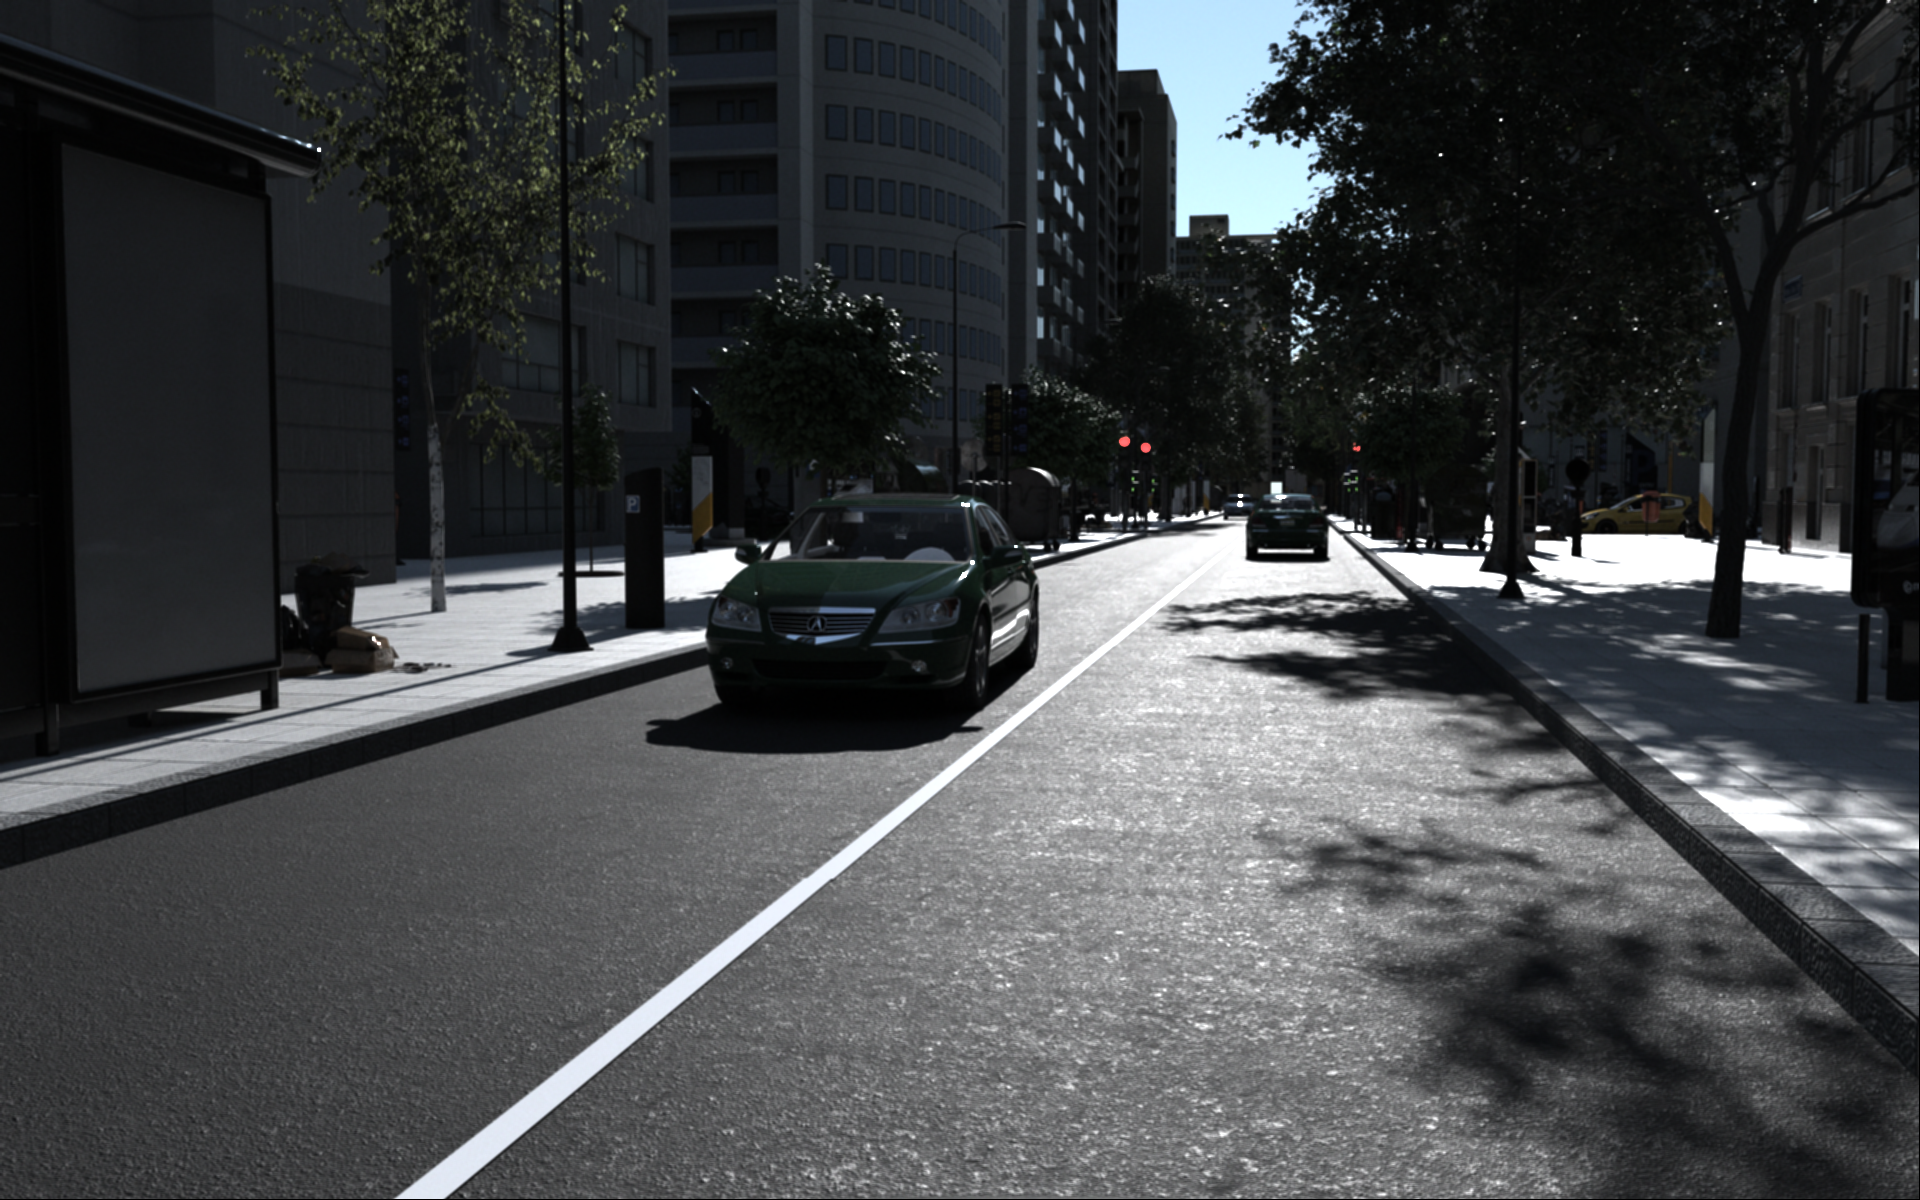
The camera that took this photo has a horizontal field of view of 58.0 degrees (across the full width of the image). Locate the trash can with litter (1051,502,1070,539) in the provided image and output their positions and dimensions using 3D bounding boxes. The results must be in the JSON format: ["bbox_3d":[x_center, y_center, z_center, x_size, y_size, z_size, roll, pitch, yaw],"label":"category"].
[{"bbox_3d":[2.705,-2.327,49.440,0.624,1.170,1.055,2,4,31],"label":"trash can with litter"}]

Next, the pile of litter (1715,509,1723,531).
[{"bbox_3d":[28.674,-3.068,64.123,1.176,0.858,1.719,1,4,11],"label":"pile of litter"}]

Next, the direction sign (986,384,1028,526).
[{"bbox_3d":[0.964,-2.673,35.696,0.876,3.537,0.379,1,4,9],"label":"direction sign"}]

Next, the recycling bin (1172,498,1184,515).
[{"bbox_3d":[13.611,-5.825,107.791,0.722,1.027,0.722,-2,4,-29],"label":"recycling bin"}]

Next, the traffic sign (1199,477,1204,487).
[{"bbox_3d":[17.833,-7.727,126.438,0.768,2.556,0.104,1,4,17],"label":"traffic sign"}]

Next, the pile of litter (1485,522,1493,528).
[{"bbox_3d":[20.438,-3.112,64.845,1.719,0.858,1.176,2,4,29],"label":"pile of litter"}]

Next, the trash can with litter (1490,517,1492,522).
[{"bbox_3d":[25.194,-4.234,80.284,1.678,1.210,2.233,-1,4,-9],"label":"trash can with litter"}]

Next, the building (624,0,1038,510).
[{"bbox_3d":[-8.523,-33.348,87.234,21.231,58.520,28.212,1,4,11],"label":"building"}]

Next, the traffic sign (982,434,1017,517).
[{"bbox_3d":[0.823,-2.214,36.298,0.768,2.556,0.104,1,4,17],"label":"traffic sign"}]

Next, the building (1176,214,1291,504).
[{"bbox_3d":[34.819,-33.762,243.895,23.993,40.220,32.217,1,4,11],"label":"building"}]

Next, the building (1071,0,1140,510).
[{"bbox_3d":[5.134,-43.519,149.782,20.563,71.187,20.611,1,4,11],"label":"building"}]

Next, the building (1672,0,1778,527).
[{"bbox_3d":[42.900,-27.525,73.730,21.600,48.544,21.300,1,4,11],"label":"building"}]

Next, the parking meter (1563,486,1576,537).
[{"bbox_3d":[18.373,-2.676,52.161,0.372,1.533,0.369,0,3,0],"label":"parking meter"}]

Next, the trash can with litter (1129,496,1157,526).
[{"bbox_3d":[7.198,-3.637,70.523,1.678,1.210,2.233,1,4,17],"label":"trash can with litter"}]

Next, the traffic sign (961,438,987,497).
[{"bbox_3d":[0.323,-2.416,39.615,0.768,2.556,0.104,1,4,19],"label":"traffic sign"}]

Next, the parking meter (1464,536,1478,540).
[{"bbox_3d":[14.391,-2.633,48.760,0.399,1.863,0.255,1,4,10],"label":"parking meter"}]

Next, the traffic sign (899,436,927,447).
[{"bbox_3d":[-1.081,-2.330,38.198,0.768,2.556,0.104,1,4,15],"label":"traffic sign"}]

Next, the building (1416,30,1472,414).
[{"bbox_3d":[52.391,-30.518,153.595,22.147,44.769,28.867,1,4,11],"label":"building"}]

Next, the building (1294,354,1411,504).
[{"bbox_3d":[60.382,-23.997,237.384,28.899,21.520,27.650,1,4,11],"label":"building"}]

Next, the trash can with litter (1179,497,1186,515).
[{"bbox_3d":[13.805,-5.813,106.437,0.624,1.170,1.055,-2,4,-28],"label":"trash can with litter"}]

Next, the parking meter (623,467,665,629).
[{"bbox_3d":[-3.023,-0.500,16.588,0.372,1.533,0.369,0,3,0],"label":"parking meter"}]

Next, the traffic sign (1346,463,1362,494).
[{"bbox_3d":[15.750,-4.215,69.018,0.768,2.556,0.104,1,4,14],"label":"traffic sign"}]

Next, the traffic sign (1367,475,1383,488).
[{"bbox_3d":[15.423,-3.926,64.196,0.884,2.594,0.081,1,4,15],"label":"traffic sign"}]

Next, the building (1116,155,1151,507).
[{"bbox_3d":[2.870,-29.478,173.841,32.217,40.220,23.993,1,4,11],"label":"building"}]

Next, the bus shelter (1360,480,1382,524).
[{"bbox_3d":[19.174,-6.186,78.773,2.179,5.291,8.768,1,4,11],"label":"bus shelter"}]

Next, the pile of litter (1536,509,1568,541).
[{"bbox_3d":[16.279,-2.079,47.957,1.176,0.858,1.719,2,4,31],"label":"pile of litter"}]

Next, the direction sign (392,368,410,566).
[{"bbox_3d":[-10.190,-2.393,31.118,0.379,3.537,0.876,2,4,24],"label":"direction sign"}]

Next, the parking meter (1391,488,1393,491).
[{"bbox_3d":[17.243,-3.752,69.753,0.372,1.533,0.369,0,3,0],"label":"parking meter"}]

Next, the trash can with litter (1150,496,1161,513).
[{"bbox_3d":[13.137,-6.311,114.580,1.055,1.170,0.624,-3,5,-39],"label":"trash can with litter"}]

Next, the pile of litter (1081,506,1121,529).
[{"bbox_3d":[5.122,-3.056,63.929,1.719,0.858,1.176,3,4,36],"label":"pile of litter"}]

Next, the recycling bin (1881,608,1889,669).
[{"bbox_3d":[7.237,-0.001,12.576,0.722,1.027,0.722,-2,4,-30],"label":"recycling bin"}]

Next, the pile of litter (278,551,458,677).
[{"bbox_3d":[-4.636,0.083,12.601,1.719,0.858,1.176,1,4,9],"label":"pile of litter"}]

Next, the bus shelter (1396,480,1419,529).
[{"bbox_3d":[16.968,-4.484,64.595,1.731,3.624,6.357,1,4,11],"label":"bus shelter"}]

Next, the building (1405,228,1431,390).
[{"bbox_3d":[58.599,-34.423,182.420,23.786,49.044,30.456,1,4,11],"label":"building"}]

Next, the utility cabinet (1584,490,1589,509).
[{"bbox_3d":[36.674,-5.689,101.692,0.318,1.500,1.173,1,4,11],"label":"utility cabinet"}]

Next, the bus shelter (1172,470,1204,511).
[{"bbox_3d":[14.725,-7.256,112.552,2.014,3.302,5.546,1,4,11],"label":"bus shelter"}]

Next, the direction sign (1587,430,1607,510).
[{"bbox_3d":[22.408,-4.220,60.997,0.876,3.537,0.379,-1,4,-23],"label":"direction sign"}]

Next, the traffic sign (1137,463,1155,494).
[{"bbox_3d":[7.227,-4.129,67.608,0.768,2.556,0.104,1,4,15],"label":"traffic sign"}]

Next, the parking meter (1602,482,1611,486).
[{"bbox_3d":[31.579,-4.824,84.587,0.399,1.863,0.255,3,4,38],"label":"parking meter"}]

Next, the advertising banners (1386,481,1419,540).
[{"bbox_3d":[12.281,-3.189,48.329,0.090,3.025,2.074,3,5,42],"label":"advertising banners"}]

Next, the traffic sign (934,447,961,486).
[{"bbox_3d":[-0.276,-2.156,37.376,0.606,2.300,0.079,1,4,19],"label":"traffic sign"}]

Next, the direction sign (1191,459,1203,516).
[{"bbox_3d":[14.125,-6.808,103.305,0.379,3.537,0.876,-3,4,-39],"label":"direction sign"}]

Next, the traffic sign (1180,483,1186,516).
[{"bbox_3d":[13.096,-6.272,102.647,0.768,2.556,0.104,1,4,21],"label":"traffic sign"}]

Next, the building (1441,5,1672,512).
[{"bbox_3d":[47.828,-32.317,117.625,28.713,52.752,27.495,1,4,11],"label":"building"}]

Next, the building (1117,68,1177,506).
[{"bbox_3d":[13.248,-35.064,196.989,21.600,48.544,21.300,1,4,11],"label":"building"}]

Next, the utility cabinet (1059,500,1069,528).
[{"bbox_3d":[3.734,-3.321,65.457,1.020,1.237,0.306,1,4,13],"label":"utility cabinet"}]

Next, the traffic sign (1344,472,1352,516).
[{"bbox_3d":[20.495,-5.547,90.796,0.768,2.556,0.104,1,4,16],"label":"traffic sign"}]

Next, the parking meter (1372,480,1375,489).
[{"bbox_3d":[17.066,-3.983,70.833,0.399,1.863,0.255,-3,5,-42],"label":"parking meter"}]

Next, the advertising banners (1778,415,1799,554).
[{"bbox_3d":[18.114,-2.546,37.818,0.090,3.025,2.074,2,4,34],"label":"advertising banners"}]

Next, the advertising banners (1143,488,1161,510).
[{"bbox_3d":[15.344,-8.626,137.229,2.074,3.025,0.090,-1,4,-23],"label":"advertising banners"}]

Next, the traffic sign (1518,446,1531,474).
[{"bbox_3d":[12.838,-2.377,40.053,0.795,2.450,0.064,1,4,19],"label":"traffic sign"}]

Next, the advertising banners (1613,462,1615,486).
[{"bbox_3d":[36.374,-6.102,95.958,0.090,3.025,2.074,2,4,31],"label":"advertising banners"}]

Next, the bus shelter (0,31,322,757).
[{"bbox_3d":[-5.659,-1.745,6.167,2.179,5.291,8.768,1,4,11],"label":"bus shelter"}]

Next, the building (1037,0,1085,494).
[{"bbox_3d":[-3.122,-30.876,124.437,23.786,49.044,30.456,1,4,11],"label":"building"}]
